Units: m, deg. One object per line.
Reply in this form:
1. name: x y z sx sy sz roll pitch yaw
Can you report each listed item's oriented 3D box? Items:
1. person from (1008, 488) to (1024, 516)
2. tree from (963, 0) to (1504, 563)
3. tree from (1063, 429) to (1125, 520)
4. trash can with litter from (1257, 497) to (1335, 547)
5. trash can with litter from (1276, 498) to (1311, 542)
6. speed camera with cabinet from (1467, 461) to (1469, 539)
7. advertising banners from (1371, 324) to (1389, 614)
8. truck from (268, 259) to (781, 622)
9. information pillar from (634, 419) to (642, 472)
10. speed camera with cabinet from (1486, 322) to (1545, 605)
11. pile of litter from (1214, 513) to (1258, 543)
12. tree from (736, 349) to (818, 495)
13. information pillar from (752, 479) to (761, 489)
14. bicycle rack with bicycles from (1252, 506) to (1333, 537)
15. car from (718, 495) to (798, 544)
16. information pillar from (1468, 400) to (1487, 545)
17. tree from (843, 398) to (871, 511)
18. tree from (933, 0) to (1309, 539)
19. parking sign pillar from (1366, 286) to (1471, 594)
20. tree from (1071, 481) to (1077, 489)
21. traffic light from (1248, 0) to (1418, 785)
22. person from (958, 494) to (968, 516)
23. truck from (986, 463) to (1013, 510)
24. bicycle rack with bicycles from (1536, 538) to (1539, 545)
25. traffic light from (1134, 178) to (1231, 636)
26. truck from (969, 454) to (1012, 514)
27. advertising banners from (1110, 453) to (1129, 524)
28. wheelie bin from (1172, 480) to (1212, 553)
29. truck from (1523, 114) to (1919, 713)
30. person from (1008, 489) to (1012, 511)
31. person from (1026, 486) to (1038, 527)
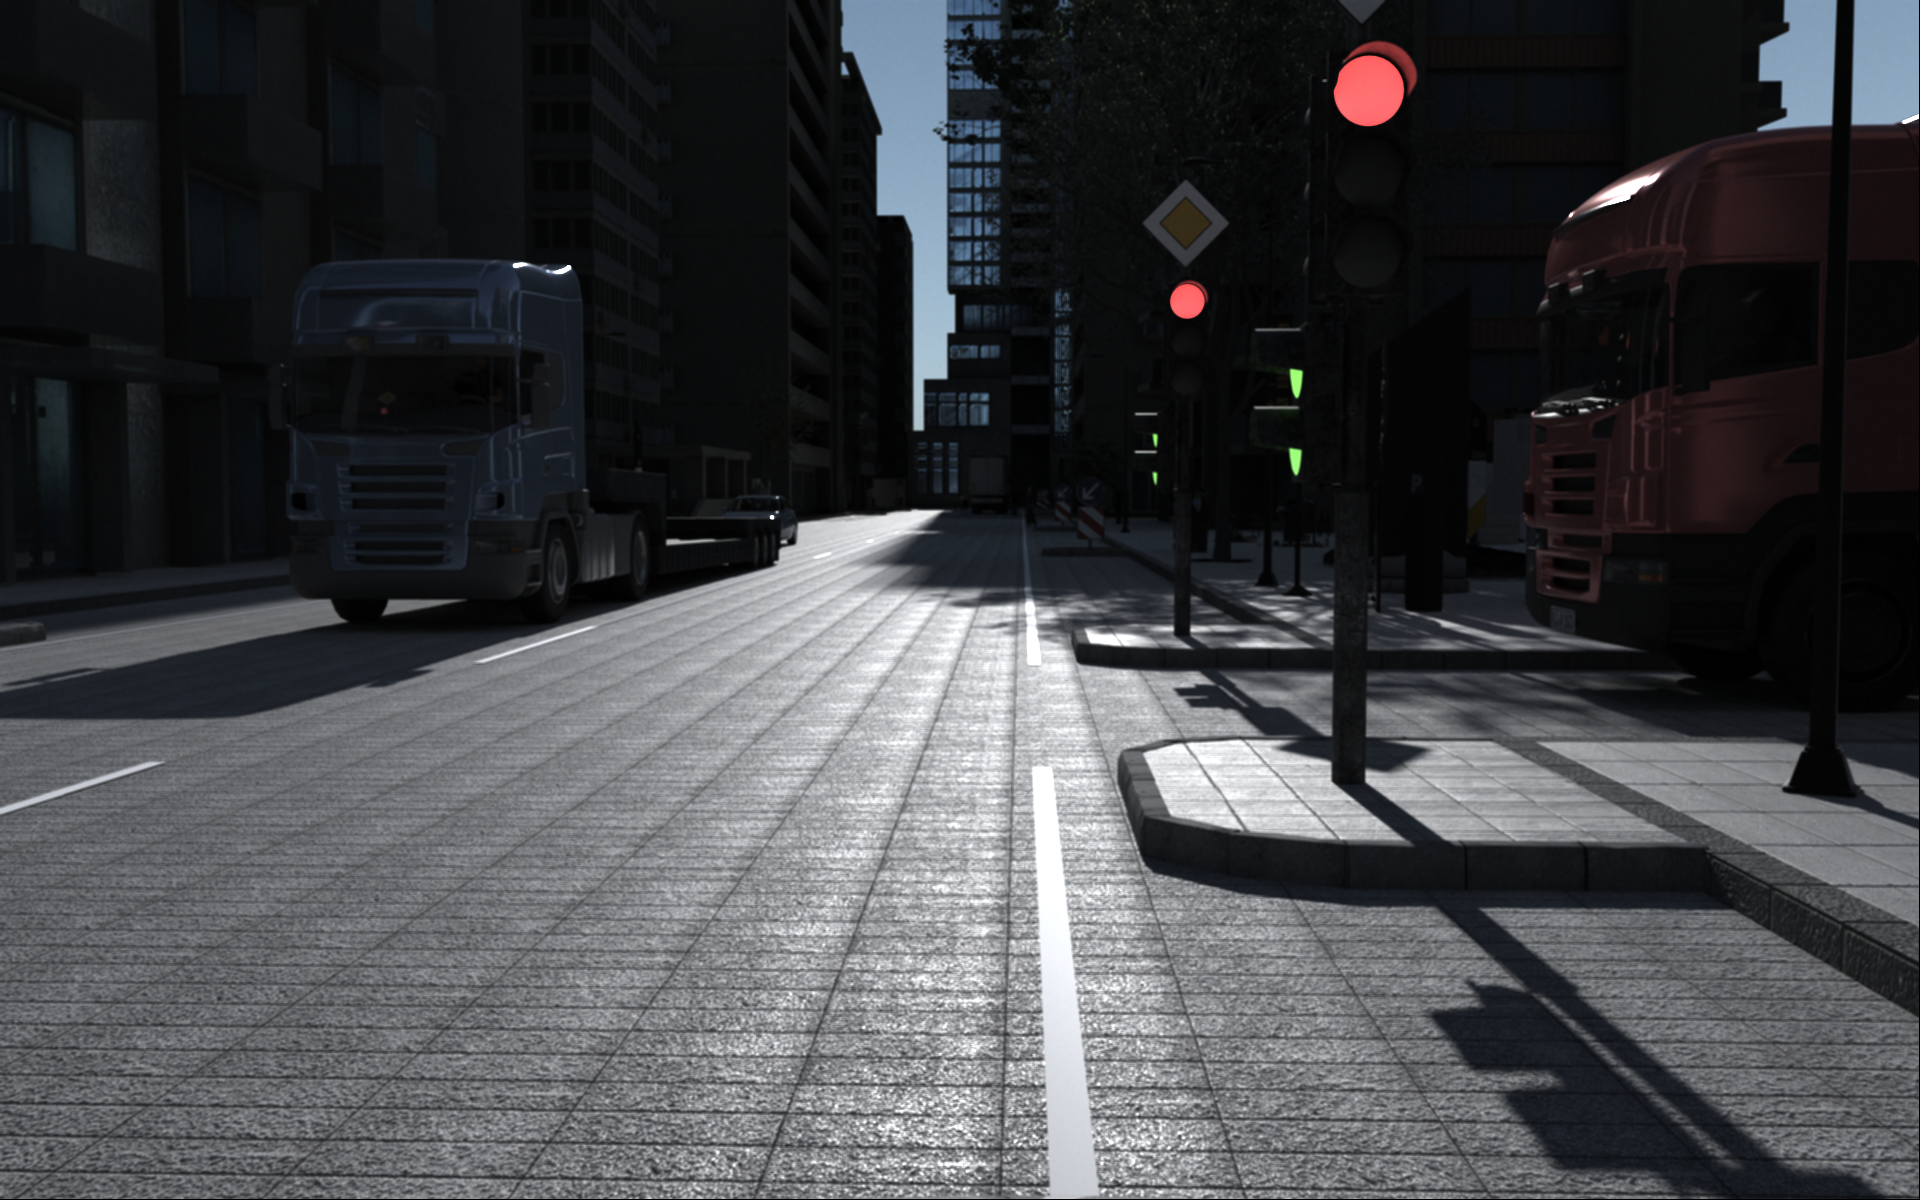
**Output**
1. person: 3.631 -6.483 114.504 1.348 1.822 0.705 -3 4 -39
2. tree: 5.081 -7.468 32.465 12.009 13.543 11.850 0 3 0
3. tree: 6.749 -6.345 87.447 4.285 4.588 4.351 0 3 0
4. trash can with litter: 8.272 -1.917 42.405 1.678 1.210 2.233 -2 4 -35
5. trash can with litter: 9.002 -2.157 46.647 0.624 1.170 1.055 3 4 37
6. speed camera with cabinet: 14.931 -3.299 48.274 0.660 3.252 2.038 -2 4 -24
7. advertising banners: 4.591 -1.392 18.944 0.090 3.025 2.074 1 4 12
8. truck: -5.334 -2.232 26.255 2.967 4.110 18.799 0 4 3
9. information pillar: -10.079 -3.848 54.276 0.183 3.616 0.504 0 4 7
10. speed camera with cabinet: 7.255 -1.601 20.514 2.038 3.252 0.660 -2 4 -28
11. pile of litter: 7.409 -1.990 46.500 1.176 0.858 1.719 1 4 11
12. tree: -9.657 -8.477 88.955 4.737 8.622 4.395 0 3 0
13. information pillar: -9.713 -4.783 82.692 0.304 2.012 0.304 2 4 35
14. bicycle rack with bicycles: 10.102 -2.435 53.201 2.852 0.926 2.925 0 4 5
15. car: -5.638 -2.221 48.320 2.014 1.417 4.499 0 4 4
16. information pillar: 12.867 -3.166 43.113 0.504 3.616 0.183 -1 4 -23
17. tree: -8.951 -11.126 132.273 4.360 8.622 3.978 0 3 0
18. tree: 5.477 -11.759 48.154 12.611 20.169 13.585 0 3 0
19. parking sign pillar: 6.022 -2.102 22.838 1.447 3.967 1.447 1 4 14
20. tree: 6.705 -6.042 93.396 1.663 3.219 1.824 0 3 0
21. traffic light: 1.712 -1.143 7.605 0.839 4.253 0.868 0 4 2
22. person: 0.181 -6.283 114.423 0.799 1.438 0.628 1 4 17
23. truck: 3.302 -10.379 158.615 2.839 4.237 11.283 0 4 3
24. bicycle rack with bicycles: 11.497 -0.952 28.955 2.852 0.926 2.925 -2 4 -31
25. traffic light: 1.995 -1.631 15.585 0.839 4.253 0.868 0 4 2
26. truck: 2.244 -8.511 128.067 2.839 4.237 11.283 0 4 4
27. advertising banners: 6.794 -4.754 73.917 0.090 3.025 2.074 2 4 28
28. wheelie bin: 5.125 -1.858 38.293 0.693 1.594 0.980 -2 4 -29
29. truck: 9.283 -1.429 12.275 11.283 4.237 2.839 0 4 1
30. person: 4.326 -8.526 147.899 0.705 1.824 1.348 -1 4 -16
31. person: 3.089 -4.080 75.629 0.534 1.772 0.576 -3 5 -41
